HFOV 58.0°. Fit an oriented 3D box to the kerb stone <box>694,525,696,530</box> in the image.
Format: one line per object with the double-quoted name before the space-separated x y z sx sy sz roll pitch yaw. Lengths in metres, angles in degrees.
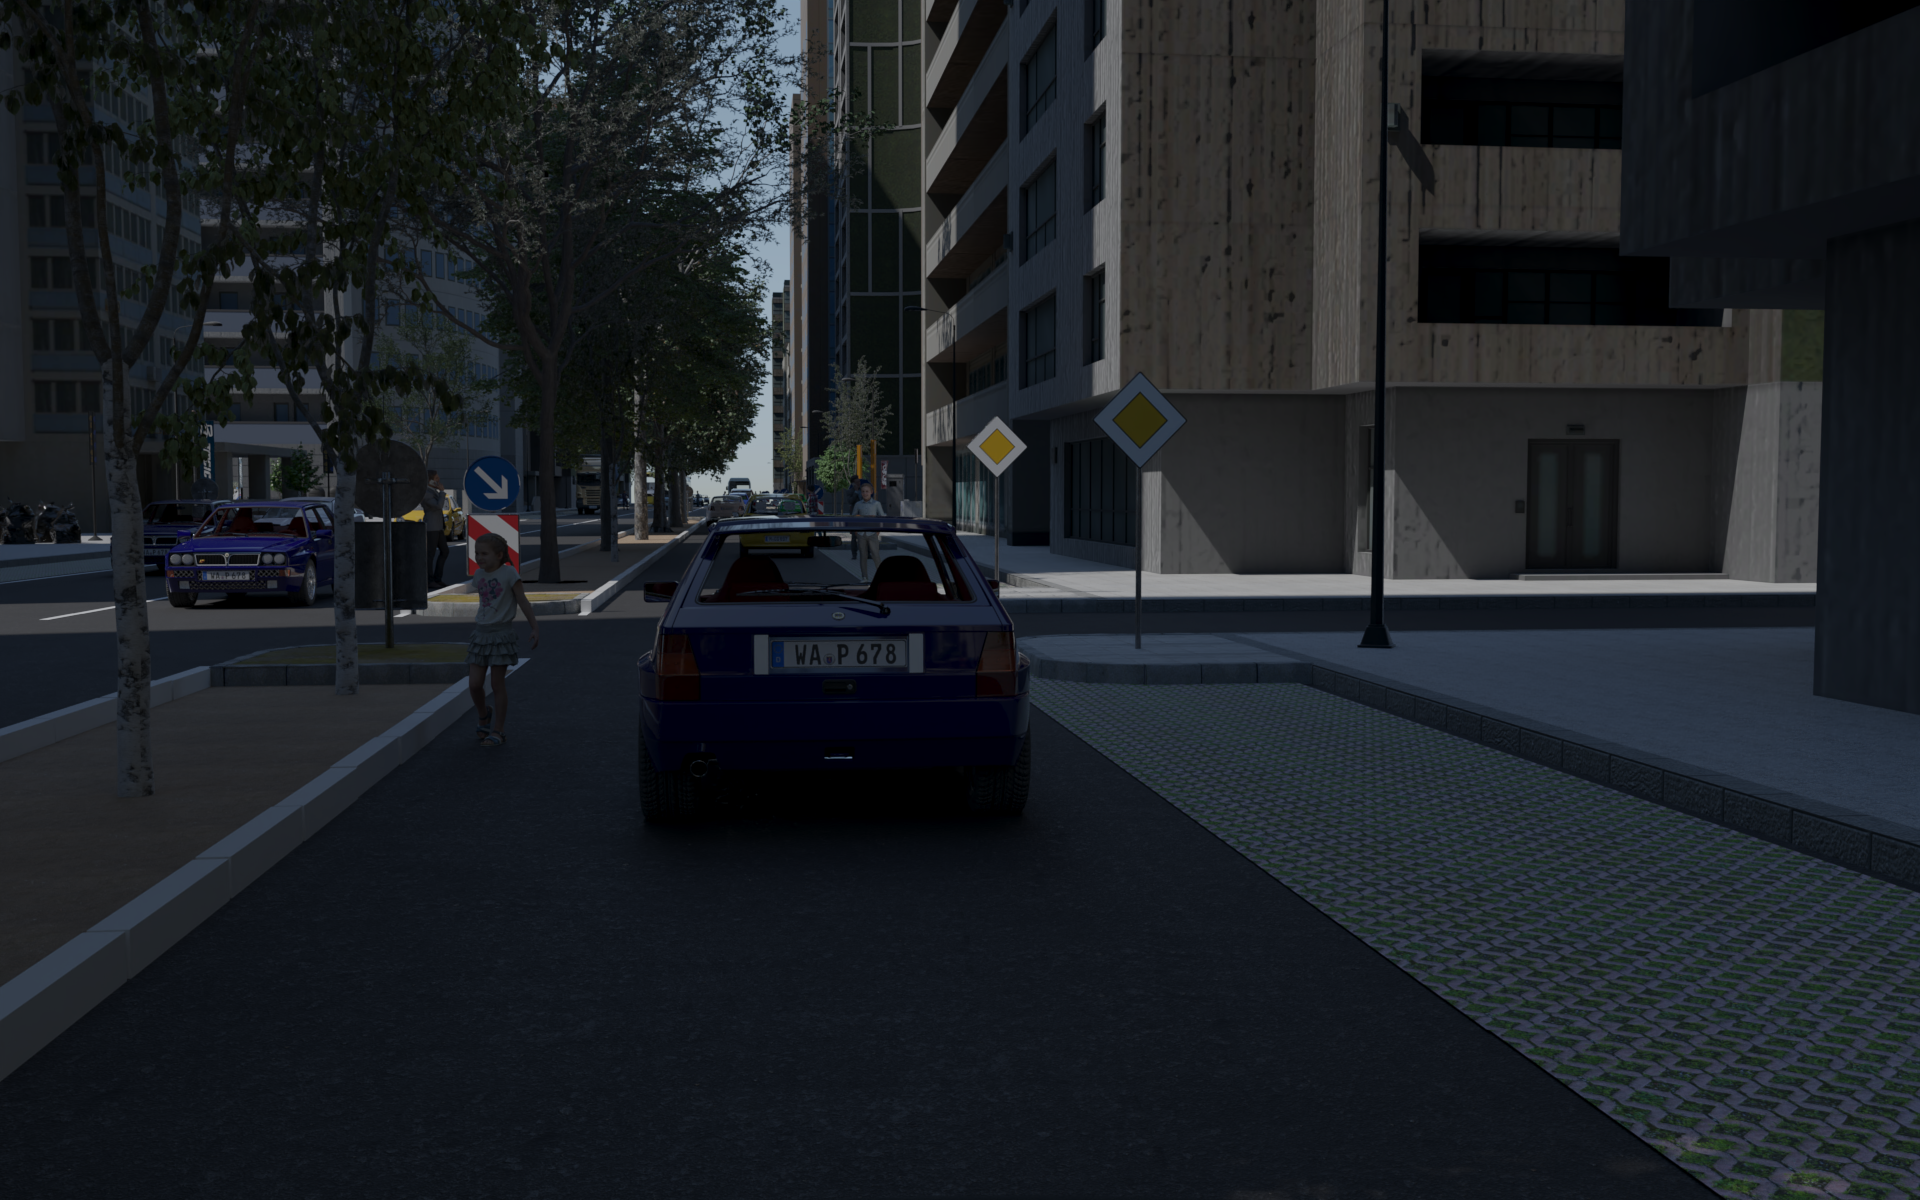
"kerb stone" -10.248 -2.687 66.133 0.120 0.150 1.000 0 4 -7

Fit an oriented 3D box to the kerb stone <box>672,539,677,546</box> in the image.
"kerb stone" -7.798 -1.504 46.803 0.120 0.150 1.000 0 4 -7

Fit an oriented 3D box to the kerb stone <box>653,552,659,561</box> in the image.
"kerb stone" -6.515 -0.877 36.633 0.120 0.150 1.000 0 4 -7

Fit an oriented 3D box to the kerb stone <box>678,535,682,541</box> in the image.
"kerb stone" -8.313 -1.750 50.872 0.120 0.150 1.000 0 4 -7

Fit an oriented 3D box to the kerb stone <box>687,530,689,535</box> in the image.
"kerb stone" -9.220 -2.190 58.003 0.120 0.150 1.000 0 4 -7

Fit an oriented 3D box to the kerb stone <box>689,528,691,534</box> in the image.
"kerb stone" -9.471 -2.314 60.036 0.120 0.150 1.000 0 4 -7

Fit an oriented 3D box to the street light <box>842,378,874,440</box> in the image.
"street light" -4.030 -5.933 69.549 1.470 5.913 1.316 0 4 -7

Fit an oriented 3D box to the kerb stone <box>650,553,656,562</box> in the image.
"kerb stone" -6.387 -0.821 35.618 0.120 0.150 1.000 0 4 -7

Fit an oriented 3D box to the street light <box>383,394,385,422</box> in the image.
"street light" -24.044 -6.208 74.034 1.470 5.913 1.316 0 4 -7

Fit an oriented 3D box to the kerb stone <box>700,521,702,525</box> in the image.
"kerb stone" -11.407 -3.246 75.278 0.120 0.150 1.000 0 4 -7

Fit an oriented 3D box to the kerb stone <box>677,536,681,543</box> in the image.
"kerb stone" -8.190 -1.692 49.856 0.120 0.150 1.000 0 4 -7

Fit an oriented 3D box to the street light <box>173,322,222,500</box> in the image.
"street light" -20.565 -4.538 46.736 1.470 5.913 1.316 0 4 -7

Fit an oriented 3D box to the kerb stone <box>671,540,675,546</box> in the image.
"kerb stone" -7.672 -1.443 45.789 0.120 0.150 1.000 0 4 -7

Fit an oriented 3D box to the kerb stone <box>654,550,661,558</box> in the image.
"kerb stone" -6.632 -0.945 37.654 0.120 0.150 1.000 0 4 -7

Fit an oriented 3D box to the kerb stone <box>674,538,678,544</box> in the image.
"kerb stone" -7.928 -1.567 47.824 0.120 0.150 1.000 0 4 -7

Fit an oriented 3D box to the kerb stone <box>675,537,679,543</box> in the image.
"kerb stone" -8.063 -1.627 48.842 0.120 0.150 1.000 0 4 -7

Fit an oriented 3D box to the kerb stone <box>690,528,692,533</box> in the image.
"kerb stone" -9.603 -2.375 61.049 0.120 0.150 1.000 0 4 -7

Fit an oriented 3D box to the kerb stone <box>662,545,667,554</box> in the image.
"kerb stone" -7.021 -1.132 40.696 0.120 0.150 1.000 0 4 -7

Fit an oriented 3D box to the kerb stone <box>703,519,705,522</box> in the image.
"kerb stone" -12.183 -3.620 81.374 0.120 0.150 1.000 0 4 -7

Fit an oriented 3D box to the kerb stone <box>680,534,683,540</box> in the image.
"kerb stone" -8.439 -1.814 51.890 0.120 0.150 1.000 0 4 -7

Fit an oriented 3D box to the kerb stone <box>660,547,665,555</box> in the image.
"kerb stone" -6.891 -1.069 39.682 0.120 0.150 1.000 0 4 -7

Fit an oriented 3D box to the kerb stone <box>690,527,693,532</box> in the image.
"kerb stone" -9.737 -2.437 62.067 0.120 0.150 1.000 0 4 -7

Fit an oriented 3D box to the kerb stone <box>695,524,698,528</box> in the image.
"kerb stone" -10.502 -2.811 68.172 0.120 0.150 1.000 0 4 -7

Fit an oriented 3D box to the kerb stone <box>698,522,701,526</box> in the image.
"kerb stone" -11.151 -3.119 73.250 0.120 0.150 1.000 0 4 -7

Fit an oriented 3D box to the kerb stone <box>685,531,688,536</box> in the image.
"kerb stone" -8.955 -2.066 55.967 0.120 0.150 1.000 0 4 -7

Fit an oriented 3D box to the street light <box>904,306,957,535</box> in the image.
"street light" -0.682 -4.312 43.049 1.470 5.913 1.316 0 4 -7

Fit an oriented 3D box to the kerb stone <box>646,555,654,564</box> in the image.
"kerb stone" -6.251 -0.759 34.599 0.120 0.150 1.000 0 4 -7

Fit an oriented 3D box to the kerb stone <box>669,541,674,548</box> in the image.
"kerb stone" -7.538 -1.381 44.769 0.120 0.150 1.000 0 4 -7

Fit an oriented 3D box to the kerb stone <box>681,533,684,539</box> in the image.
"kerb stone" -8.572 -1.878 52.903 0.120 0.150 1.000 0 4 -7

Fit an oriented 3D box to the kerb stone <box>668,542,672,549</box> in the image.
"kerb stone" -7.410 -1.318 43.752 0.120 0.150 1.000 0 4 -7

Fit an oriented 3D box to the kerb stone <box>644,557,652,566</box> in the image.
"kerb stone" -6.116 -0.697 33.586 0.120 0.150 1.000 0 4 -7

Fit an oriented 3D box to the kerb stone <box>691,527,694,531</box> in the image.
"kerb stone" -9.864 -2.501 63.081 0.120 0.150 1.000 0 4 -7

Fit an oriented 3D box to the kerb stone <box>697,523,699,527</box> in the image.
"kerb stone" -10.769 -2.936 70.206 0.120 0.150 1.000 0 4 -7

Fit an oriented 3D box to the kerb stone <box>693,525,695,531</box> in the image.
"kerb stone" -10.117 -2.624 65.116 0.120 0.150 1.000 0 4 -7

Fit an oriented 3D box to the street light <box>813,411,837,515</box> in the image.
"street light" -7.510 -7.587 96.588 1.470 5.913 1.316 0 4 -7

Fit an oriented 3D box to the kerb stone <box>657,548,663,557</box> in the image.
"kerb stone" -6.771 -1.006 38.667 0.120 0.150 1.000 0 4 -7

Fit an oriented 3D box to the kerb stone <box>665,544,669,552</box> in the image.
"kerb stone" -7.154 -1.194 41.721 0.120 0.150 1.000 0 4 -7

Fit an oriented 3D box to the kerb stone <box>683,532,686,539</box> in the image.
"kerb stone" -8.700 -1.940 53.917 0.120 0.150 1.000 0 4 -7

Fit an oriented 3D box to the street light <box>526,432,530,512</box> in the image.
"street light" -30.355 -9.248 123.751 1.470 5.913 1.316 0 4 -7

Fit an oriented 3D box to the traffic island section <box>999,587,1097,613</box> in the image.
"traffic island section" 0.493 -0.002 22.310 2.009 0.180 2.903 0 4 -7

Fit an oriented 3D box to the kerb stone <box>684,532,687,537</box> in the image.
"kerb stone" -8.832 -2.003 54.945 0.120 0.150 1.000 0 4 -7

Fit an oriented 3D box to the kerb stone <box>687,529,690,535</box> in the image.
"kerb stone" -9.346 -2.247 59.021 0.120 0.150 1.000 0 4 -7

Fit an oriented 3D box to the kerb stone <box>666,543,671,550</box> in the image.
"kerb stone" -7.285 -1.252 42.738 0.120 0.150 1.000 0 4 -7

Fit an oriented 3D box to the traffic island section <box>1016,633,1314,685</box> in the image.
"traffic island section" 1.497 0.483 14.388 2.009 0.180 2.903 0 4 -7

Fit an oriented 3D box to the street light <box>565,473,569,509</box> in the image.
"street light" -33.836 -10.926 151.186 1.470 5.913 1.316 0 4 -7

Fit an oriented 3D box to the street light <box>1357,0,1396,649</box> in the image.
"street light" 2.958 -2.554 14.293 1.470 5.913 1.316 0 4 -7
